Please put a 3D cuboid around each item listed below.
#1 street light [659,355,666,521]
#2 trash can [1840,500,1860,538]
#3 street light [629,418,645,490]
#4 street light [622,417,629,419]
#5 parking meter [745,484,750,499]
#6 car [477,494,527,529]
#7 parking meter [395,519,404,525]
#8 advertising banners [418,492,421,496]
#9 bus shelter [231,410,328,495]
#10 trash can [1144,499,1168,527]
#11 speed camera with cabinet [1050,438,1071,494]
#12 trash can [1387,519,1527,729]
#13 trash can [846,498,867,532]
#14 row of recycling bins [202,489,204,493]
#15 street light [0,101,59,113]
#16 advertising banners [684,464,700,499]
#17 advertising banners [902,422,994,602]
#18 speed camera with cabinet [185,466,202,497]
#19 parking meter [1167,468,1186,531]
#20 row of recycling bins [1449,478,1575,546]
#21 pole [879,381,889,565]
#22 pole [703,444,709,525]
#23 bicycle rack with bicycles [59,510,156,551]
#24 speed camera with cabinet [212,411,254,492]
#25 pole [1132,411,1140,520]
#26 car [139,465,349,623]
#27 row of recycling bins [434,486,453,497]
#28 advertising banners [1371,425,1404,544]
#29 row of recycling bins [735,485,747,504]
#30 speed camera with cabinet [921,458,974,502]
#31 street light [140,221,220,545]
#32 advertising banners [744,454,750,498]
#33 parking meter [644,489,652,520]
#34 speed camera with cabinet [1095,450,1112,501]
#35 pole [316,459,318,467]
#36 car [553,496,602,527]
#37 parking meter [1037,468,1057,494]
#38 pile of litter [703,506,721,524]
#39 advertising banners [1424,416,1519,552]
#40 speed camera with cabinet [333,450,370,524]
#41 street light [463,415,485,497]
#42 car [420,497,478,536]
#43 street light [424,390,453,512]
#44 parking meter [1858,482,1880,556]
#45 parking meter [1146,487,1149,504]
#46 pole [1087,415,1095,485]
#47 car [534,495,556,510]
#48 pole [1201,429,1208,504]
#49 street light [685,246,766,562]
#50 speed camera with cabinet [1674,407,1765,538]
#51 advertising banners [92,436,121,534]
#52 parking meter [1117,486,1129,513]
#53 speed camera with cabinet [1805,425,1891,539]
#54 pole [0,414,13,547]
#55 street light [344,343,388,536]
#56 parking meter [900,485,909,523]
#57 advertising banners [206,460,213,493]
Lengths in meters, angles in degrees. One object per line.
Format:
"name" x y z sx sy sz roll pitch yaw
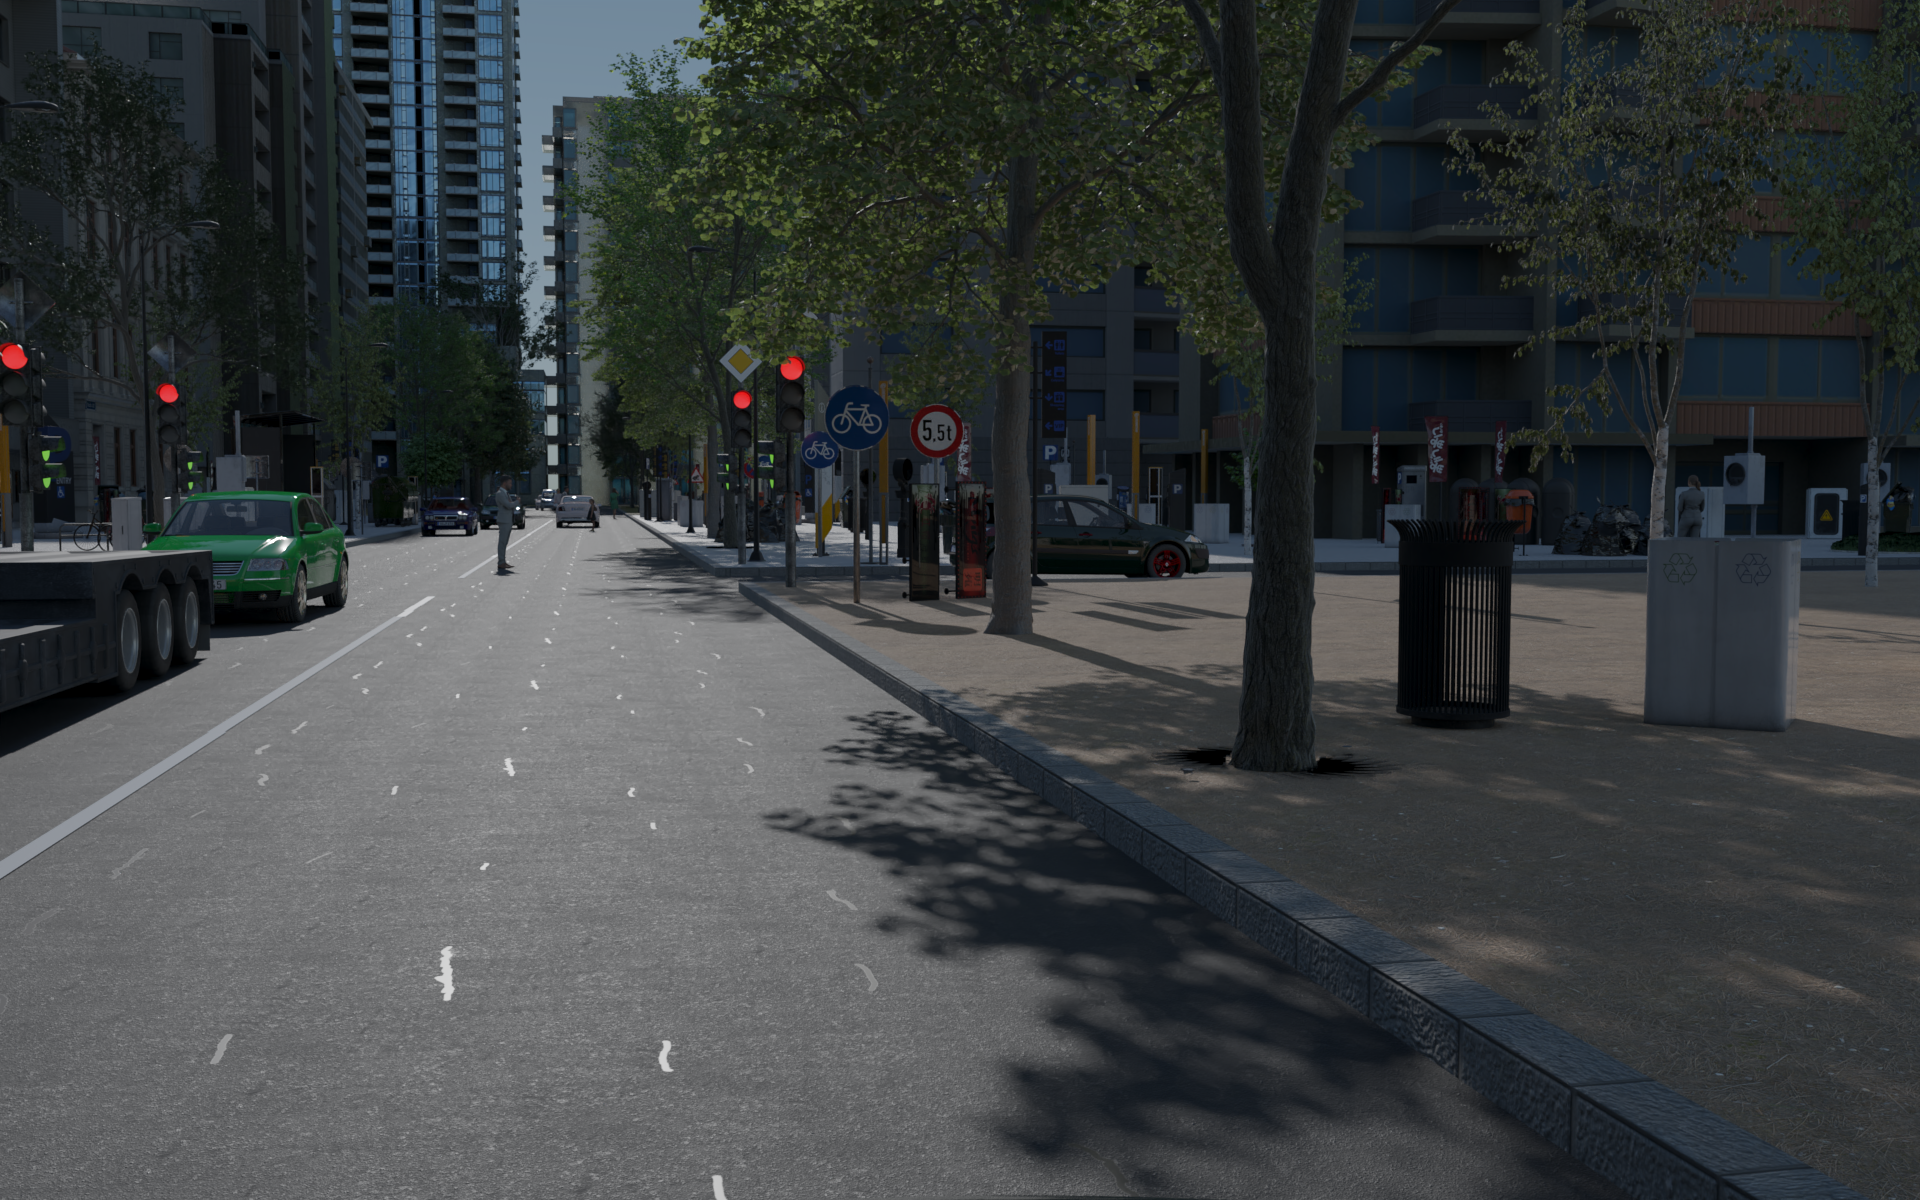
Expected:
"street light" -9.437 -5.167 57.020 1.470 5.913 1.316 -1 4 -12
"trash can" 21.796 -1.864 42.125 0.748 1.137 0.748 0 3 0
"street light" -14.621 -6.652 81.294 1.470 5.913 1.316 -1 4 -12
"street light" -19.747 -8.106 105.079 1.470 5.913 1.316 -1 4 -12
"parking meter" -12.159 -5.709 99.056 0.255 1.863 0.399 -1 4 -9
"car" -18.983 -3.799 71.905 2.009 1.686 4.222 -1 4 -12
"parking meter" -23.107 -3.849 71.341 0.372 1.533 0.369 0 3 0
"advertising banners" -30.981 -6.417 101.102 2.074 3.025 0.090 1 4 16
"bus shelter" -20.054 -3.670 51.290 1.731 3.624 6.357 -1 4 -12
"trash can" 5.642 -2.318 49.551 0.748 1.137 0.748 0 3 0
"speed camera with cabinet" 2.936 -3.534 52.122 0.660 3.252 2.038 0 4 -1
"trash can" 2.748 0.124 9.630 0.748 1.137 0.748 0 3 0
"trash can" -3.625 -3.040 61.360 0.748 1.137 0.748 0 3 0
"row of recycling bins" -43.182 -5.350 94.587 3.534 1.692 1.069 -1 4 -21
"street light" -11.355 -2.935 20.531 1.470 5.913 1.316 -1 4 -12
"advertising banners" -15.578 -6.393 100.708 0.090 3.025 2.074 -2 4 -34
"advertising banners" 0.111 -1.531 21.218 2.074 3.025 0.090 -3 5 -41
"speed camera with cabinet" -31.653 -4.823 73.197 2.038 3.252 0.660 -1 4 -21
"parking meter" 4.901 -2.055 39.306 0.399 1.863 0.255 0 4 -1
"row of recycling bins" 14.072 -2.276 44.322 1.069 1.692 3.534 -3 5 -39
"pole" -1.379 -2.292 31.321 0.158 3.312 0.155 0 3 0
"pole" -10.354 -4.700 70.695 0.158 3.312 0.155 0 3 0
"bicycle rack with bicycles" -18.772 -1.578 39.187 2.852 0.926 2.925 2 4 32
"speed camera with cabinet" -17.478 -2.901 41.760 0.660 3.252 2.038 -1 4 -14
"pole" 4.329 -2.989 42.713 0.158 3.312 0.155 0 3 0
"car" -8.458 -0.718 20.538 1.959 1.807 4.718 -1 4 -10
"row of recycling bins" -28.358 -5.353 94.632 1.069 1.692 3.534 -2 4 -26
"advertising banners" 11.083 -2.984 44.975 0.090 3.025 2.074 3 4 38
"row of recycling bins" -10.413 -4.526 81.110 1.069 1.692 3.534 -1 4 -11
"speed camera with cabinet" -0.161 -3.593 53.076 2.038 3.252 0.660 -1 4 -11
"street light" -13.284 -3.484 29.507 1.470 5.913 1.316 -1 4 -12
"advertising banners" -9.319 -4.868 75.778 0.090 3.025 2.074 0 4 -1
"parking meter" -15.421 -4.716 85.522 0.372 1.533 0.369 0 3 0
"speed camera with cabinet" 5.811 -5.138 78.345 2.038 3.252 0.660 1 4 18
"pole" -37.674 -6.577 101.378 0.158 3.312 0.155 0 3 0
"car" -16.752 -3.886 75.898 2.083 1.381 4.827 -1 4 -12
"parking meter" 1.957 -2.047 39.179 0.399 1.863 0.255 -1 4 -22
"pile of litter" -10.115 -3.635 73.400 1.719 0.858 1.176 3 4 38
"advertising banners" 11.375 -2.590 38.530 2.074 3.025 0.090 1 4 13
"speed camera with cabinet" -26.400 -4.887 74.232 2.038 3.252 0.660 1 4 10
"street light" -28.483 -7.878 101.351 1.470 5.913 1.316 -1 4 -12
"car" -17.877 -2.944 60.716 1.945 1.354 3.894 -1 4 -12
"street light" -23.379 -6.423 77.562 1.470 5.913 1.316 -1 4 -12
"parking meter" 18.892 -1.687 35.992 0.372 1.533 0.369 0 3 0
"parking meter" 6.479 -3.064 58.515 0.372 1.533 0.369 0 3 0
"pole" 3.385 -3.110 44.690 0.158 3.312 0.155 0 3 0
"car" -37.211 -8.767 155.699 2.083 1.381 4.827 -1 4 -13
"pole" 7.684 -3.707 54.461 0.158 3.312 0.155 0 3 0
"street light" -4.401 -3.678 32.678 1.470 5.913 1.316 -1 4 -12
"speed camera with cabinet" 17.504 -2.790 39.946 0.660 3.252 2.038 -2 4 -25
"advertising banners" -26.089 -3.472 52.962 0.090 3.025 2.074 0 4 -6
"parking meter" 4.857 -2.642 51.603 0.372 1.533 0.369 0 3 0
"speed camera with cabinet" 25.106 -3.342 48.970 2.038 3.252 0.660 1 4 18
"pole" -22.932 -2.920 41.588 0.158 3.312 0.155 0 3 0
"street light" -18.285 -4.940 53.317 1.470 5.913 1.316 -1 4 -12
"parking meter" -1.218 -1.970 40.625 0.372 1.533 0.369 0 3 0
"advertising banners" -39.028 -5.741 90.048 0.090 3.025 2.074 -2 4 -33
